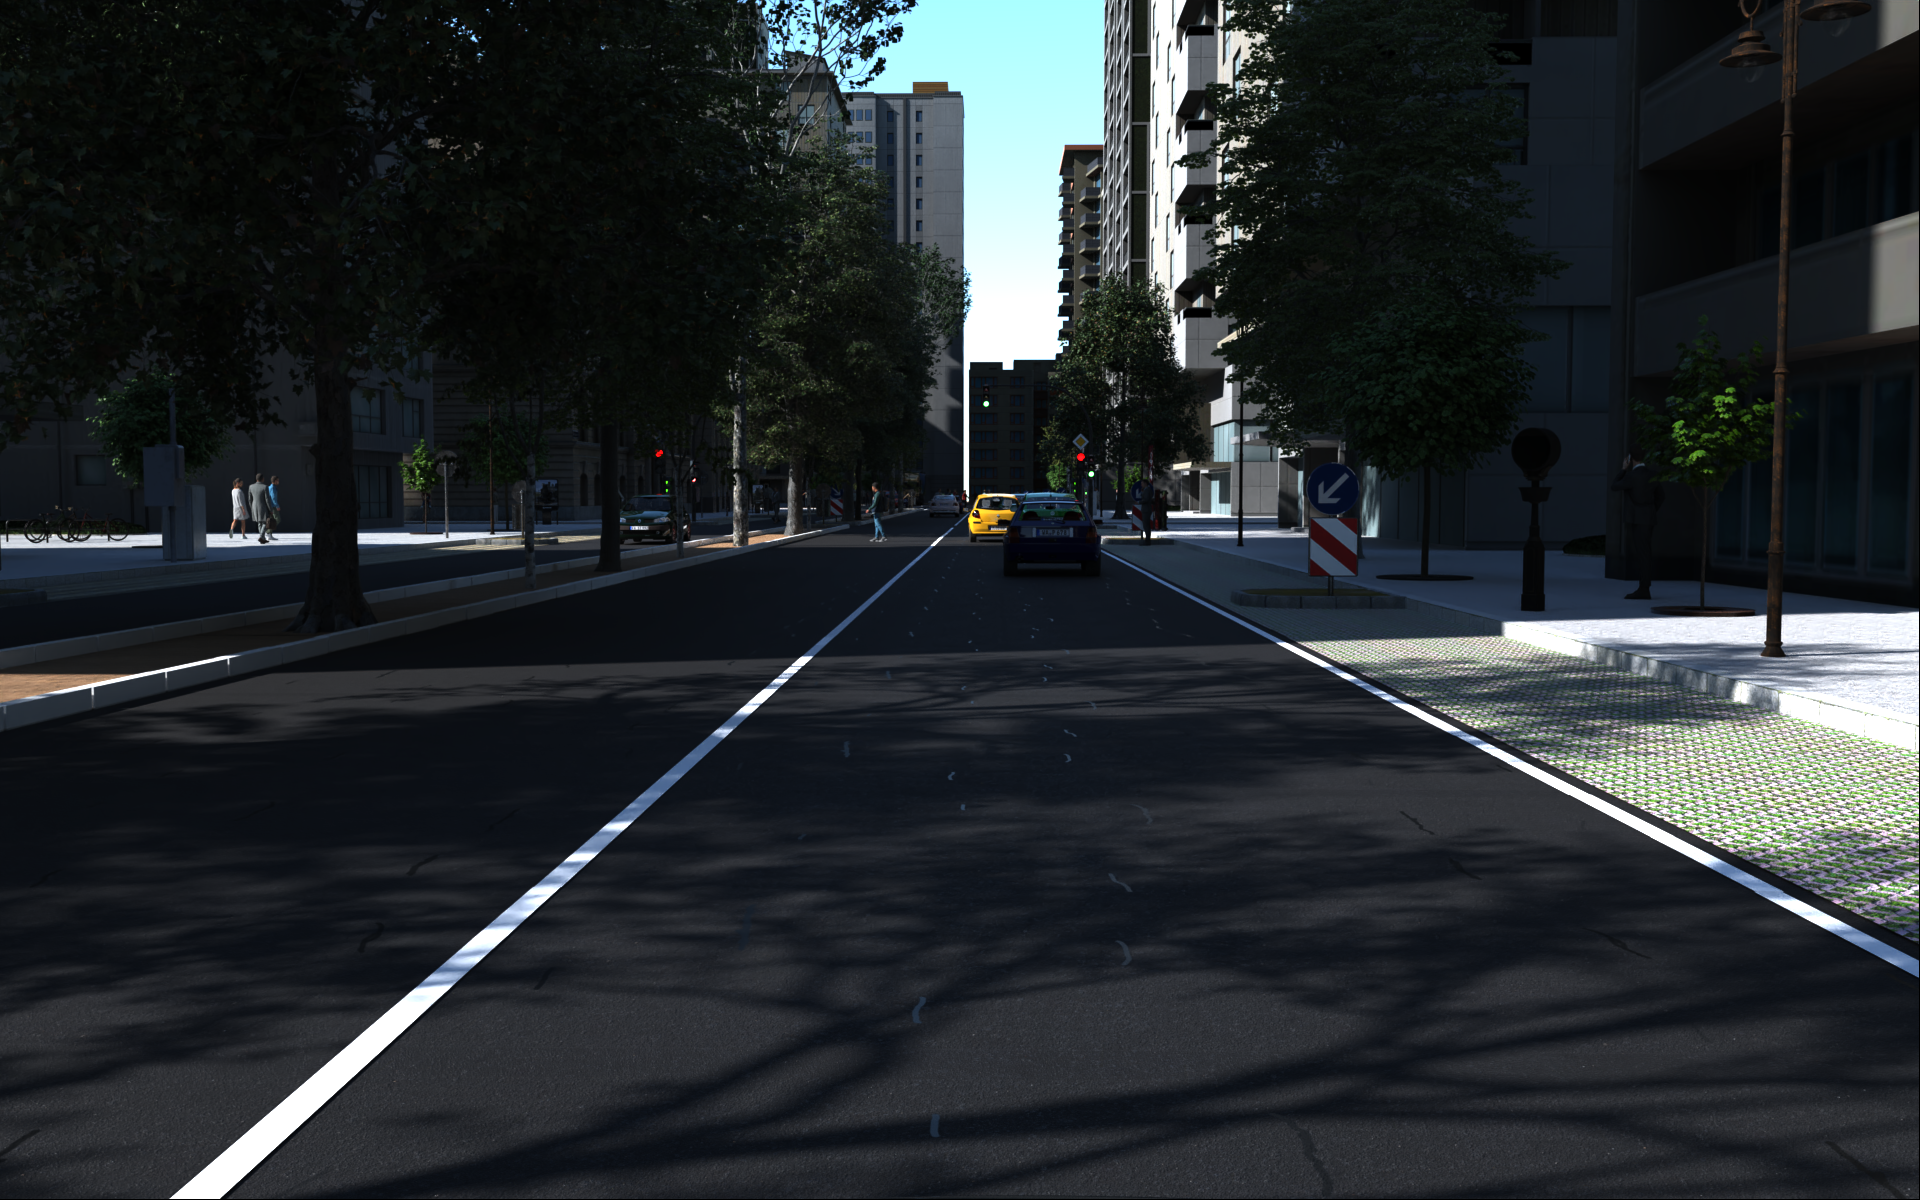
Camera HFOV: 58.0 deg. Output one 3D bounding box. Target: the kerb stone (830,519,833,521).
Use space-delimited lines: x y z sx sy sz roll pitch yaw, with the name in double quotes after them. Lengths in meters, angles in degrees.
-6.586 -3.927 86.395 0.120 0.150 1.000 0 4 1 "kerb stone"

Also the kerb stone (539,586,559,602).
-5.613 -0.058 23.268 0.120 0.150 1.000 0 4 1 "kerb stone"

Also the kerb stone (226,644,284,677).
-5.769 0.498 14.055 0.120 0.150 1.000 0 4 1 "kerb stone"

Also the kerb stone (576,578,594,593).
-5.568 -0.191 25.322 0.120 0.150 1.000 0 4 1 "kerb stone"

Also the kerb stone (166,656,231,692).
-5.789 0.563 13.033 0.120 0.150 1.000 0 4 1 "kerb stone"

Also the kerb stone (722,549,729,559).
-5.335 -1.005 38.631 0.120 0.150 1.000 0 4 1 "kerb stone"

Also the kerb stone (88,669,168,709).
-5.807 0.623 12.011 0.120 0.150 1.000 0 4 1 "kerb stone"

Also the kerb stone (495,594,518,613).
-5.649 0.059 21.224 0.120 0.150 1.000 0 4 1 "kerb stone"

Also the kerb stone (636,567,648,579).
-5.500 -0.441 29.414 0.120 0.150 1.000 0 4 1 "kerb stone"

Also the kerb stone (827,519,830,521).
-6.614 -3.864 85.364 0.120 0.150 1.000 0 4 1 "kerb stone"

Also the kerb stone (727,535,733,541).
-7.181 -1.888 53.061 0.120 0.150 1.000 0 4 1 "kerb stone"

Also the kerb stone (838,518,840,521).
-6.521 -4.177 90.486 0.120 0.150 1.000 0 4 1 "kerb stone"

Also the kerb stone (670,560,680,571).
-5.445 -0.629 32.481 0.120 0.150 1.000 0 4 1 "kerb stone"

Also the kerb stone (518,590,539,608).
-5.626 -0.003 22.246 0.120 0.150 1.000 0 4 1 "kerb stone"

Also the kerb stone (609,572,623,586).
-5.529 -0.316 27.370 0.120 0.150 1.000 0 4 1 "kerb stone"

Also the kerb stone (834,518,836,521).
-6.547 -4.052 88.442 0.120 0.150 1.000 0 4 1 "kerb stone"

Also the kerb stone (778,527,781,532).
-6.965 -2.637 65.391 0.120 0.150 1.000 0 4 1 "kerb stone"

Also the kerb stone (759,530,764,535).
-7.048 -2.327 60.248 0.120 0.150 1.000 0 4 1 "kerb stone"

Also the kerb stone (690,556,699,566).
-5.409 -0.754 34.529 0.120 0.150 1.000 0 4 1 "kerb stone"

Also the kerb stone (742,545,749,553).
-5.280 -1.193 41.718 0.120 0.150 1.000 0 4 1 "kerb stone"

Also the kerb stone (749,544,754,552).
-5.269 -1.257 42.740 0.120 0.150 1.000 0 4 1 "kerb stone"

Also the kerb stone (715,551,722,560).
-5.358 -0.943 37.609 0.120 0.150 1.000 0 4 1 "kerb stone"

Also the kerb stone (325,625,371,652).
-5.738 0.373 16.105 0.120 0.150 1.000 0 4 1 "kerb stone"

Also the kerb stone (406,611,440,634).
-5.693 0.247 18.151 0.120 0.150 1.000 0 4 1 "kerb stone"

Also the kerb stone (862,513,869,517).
-6.141 -5.494 112.019 0.120 0.150 1.000 0 4 1 "kerb stone"

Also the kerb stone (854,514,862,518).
-6.244 -5.117 105.862 0.120 0.150 1.000 0 4 1 "kerb stone"

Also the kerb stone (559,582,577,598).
-5.585 -0.124 24.293 0.120 0.150 1.000 0 4 1 "kerb stone"

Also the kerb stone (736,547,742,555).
-5.301 -1.128 40.682 0.120 0.150 1.000 0 4 1 "kerb stone"

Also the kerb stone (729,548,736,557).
-5.319 -1.068 39.653 0.120 0.150 1.000 0 4 1 "kerb stone"

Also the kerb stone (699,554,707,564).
-5.387 -0.818 35.565 0.120 0.150 1.000 0 4 1 "kerb stone"

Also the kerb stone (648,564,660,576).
-5.475 -0.504 30.436 0.120 0.150 1.000 0 4 1 "kerb stone"

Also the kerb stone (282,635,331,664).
-5.750 0.442 15.077 0.120 0.150 1.000 0 4 1 "kerb stone"

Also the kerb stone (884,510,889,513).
-5.707 -6.999 136.630 0.120 0.150 1.000 0 4 1 "kerb stone"

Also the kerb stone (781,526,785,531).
-6.944 -2.705 66.416 0.120 0.150 1.000 0 4 1 "kerb stone"

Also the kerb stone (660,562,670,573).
-5.463 -0.566 31.458 0.120 0.150 1.000 0 4 1 "kerb stone"

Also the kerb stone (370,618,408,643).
-5.716 0.310 17.129 0.120 0.150 1.000 0 4 1 "kerb stone"

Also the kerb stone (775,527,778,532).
-6.971 -2.578 64.367 0.120 0.150 1.000 0 4 1 "kerb stone"

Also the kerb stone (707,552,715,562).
-5.369 -0.878 36.588 0.120 0.150 1.000 0 4 1 "kerb stone"

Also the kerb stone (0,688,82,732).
-5.826 0.686 10.987 0.120 0.150 1.000 0 4 1 "kerb stone"

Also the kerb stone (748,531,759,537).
-7.070 -2.265 59.226 0.120 0.150 1.000 0 4 1 "kerb stone"

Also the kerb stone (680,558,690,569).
-5.429 -0.690 33.505 0.120 0.150 1.000 0 4 1 "kerb stone"

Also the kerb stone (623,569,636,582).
-5.523 -0.378 28.392 0.120 0.150 1.000 0 4 1 "kerb stone"

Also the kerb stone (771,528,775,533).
-6.993 -2.517 63.345 0.120 0.150 1.000 0 4 1 "kerb stone"

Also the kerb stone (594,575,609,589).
-5.547 -0.254 26.349 0.120 0.150 1.000 0 4 1 "kerb stone"

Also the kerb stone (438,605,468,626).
-5.684 0.184 19.180 0.120 0.150 1.000 0 4 1 "kerb stone"

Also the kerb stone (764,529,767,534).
-7.028 -2.387 61.292 0.120 0.150 1.000 0 4 1 "kerb stone"

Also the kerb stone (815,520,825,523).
-6.666 -3.676 82.294 0.120 0.150 1.000 0 4 1 "kerb stone"

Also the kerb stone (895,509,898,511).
-5.411 -8.002 153.026 0.120 0.150 1.000 0 4 1 "kerb stone"

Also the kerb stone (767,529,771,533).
-7.022 -2.454 62.321 0.120 0.150 1.000 0 4 1 "kerb stone"

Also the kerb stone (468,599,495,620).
-5.653 0.122 20.202 0.120 0.150 1.000 0 4 1 "kerb stone"
